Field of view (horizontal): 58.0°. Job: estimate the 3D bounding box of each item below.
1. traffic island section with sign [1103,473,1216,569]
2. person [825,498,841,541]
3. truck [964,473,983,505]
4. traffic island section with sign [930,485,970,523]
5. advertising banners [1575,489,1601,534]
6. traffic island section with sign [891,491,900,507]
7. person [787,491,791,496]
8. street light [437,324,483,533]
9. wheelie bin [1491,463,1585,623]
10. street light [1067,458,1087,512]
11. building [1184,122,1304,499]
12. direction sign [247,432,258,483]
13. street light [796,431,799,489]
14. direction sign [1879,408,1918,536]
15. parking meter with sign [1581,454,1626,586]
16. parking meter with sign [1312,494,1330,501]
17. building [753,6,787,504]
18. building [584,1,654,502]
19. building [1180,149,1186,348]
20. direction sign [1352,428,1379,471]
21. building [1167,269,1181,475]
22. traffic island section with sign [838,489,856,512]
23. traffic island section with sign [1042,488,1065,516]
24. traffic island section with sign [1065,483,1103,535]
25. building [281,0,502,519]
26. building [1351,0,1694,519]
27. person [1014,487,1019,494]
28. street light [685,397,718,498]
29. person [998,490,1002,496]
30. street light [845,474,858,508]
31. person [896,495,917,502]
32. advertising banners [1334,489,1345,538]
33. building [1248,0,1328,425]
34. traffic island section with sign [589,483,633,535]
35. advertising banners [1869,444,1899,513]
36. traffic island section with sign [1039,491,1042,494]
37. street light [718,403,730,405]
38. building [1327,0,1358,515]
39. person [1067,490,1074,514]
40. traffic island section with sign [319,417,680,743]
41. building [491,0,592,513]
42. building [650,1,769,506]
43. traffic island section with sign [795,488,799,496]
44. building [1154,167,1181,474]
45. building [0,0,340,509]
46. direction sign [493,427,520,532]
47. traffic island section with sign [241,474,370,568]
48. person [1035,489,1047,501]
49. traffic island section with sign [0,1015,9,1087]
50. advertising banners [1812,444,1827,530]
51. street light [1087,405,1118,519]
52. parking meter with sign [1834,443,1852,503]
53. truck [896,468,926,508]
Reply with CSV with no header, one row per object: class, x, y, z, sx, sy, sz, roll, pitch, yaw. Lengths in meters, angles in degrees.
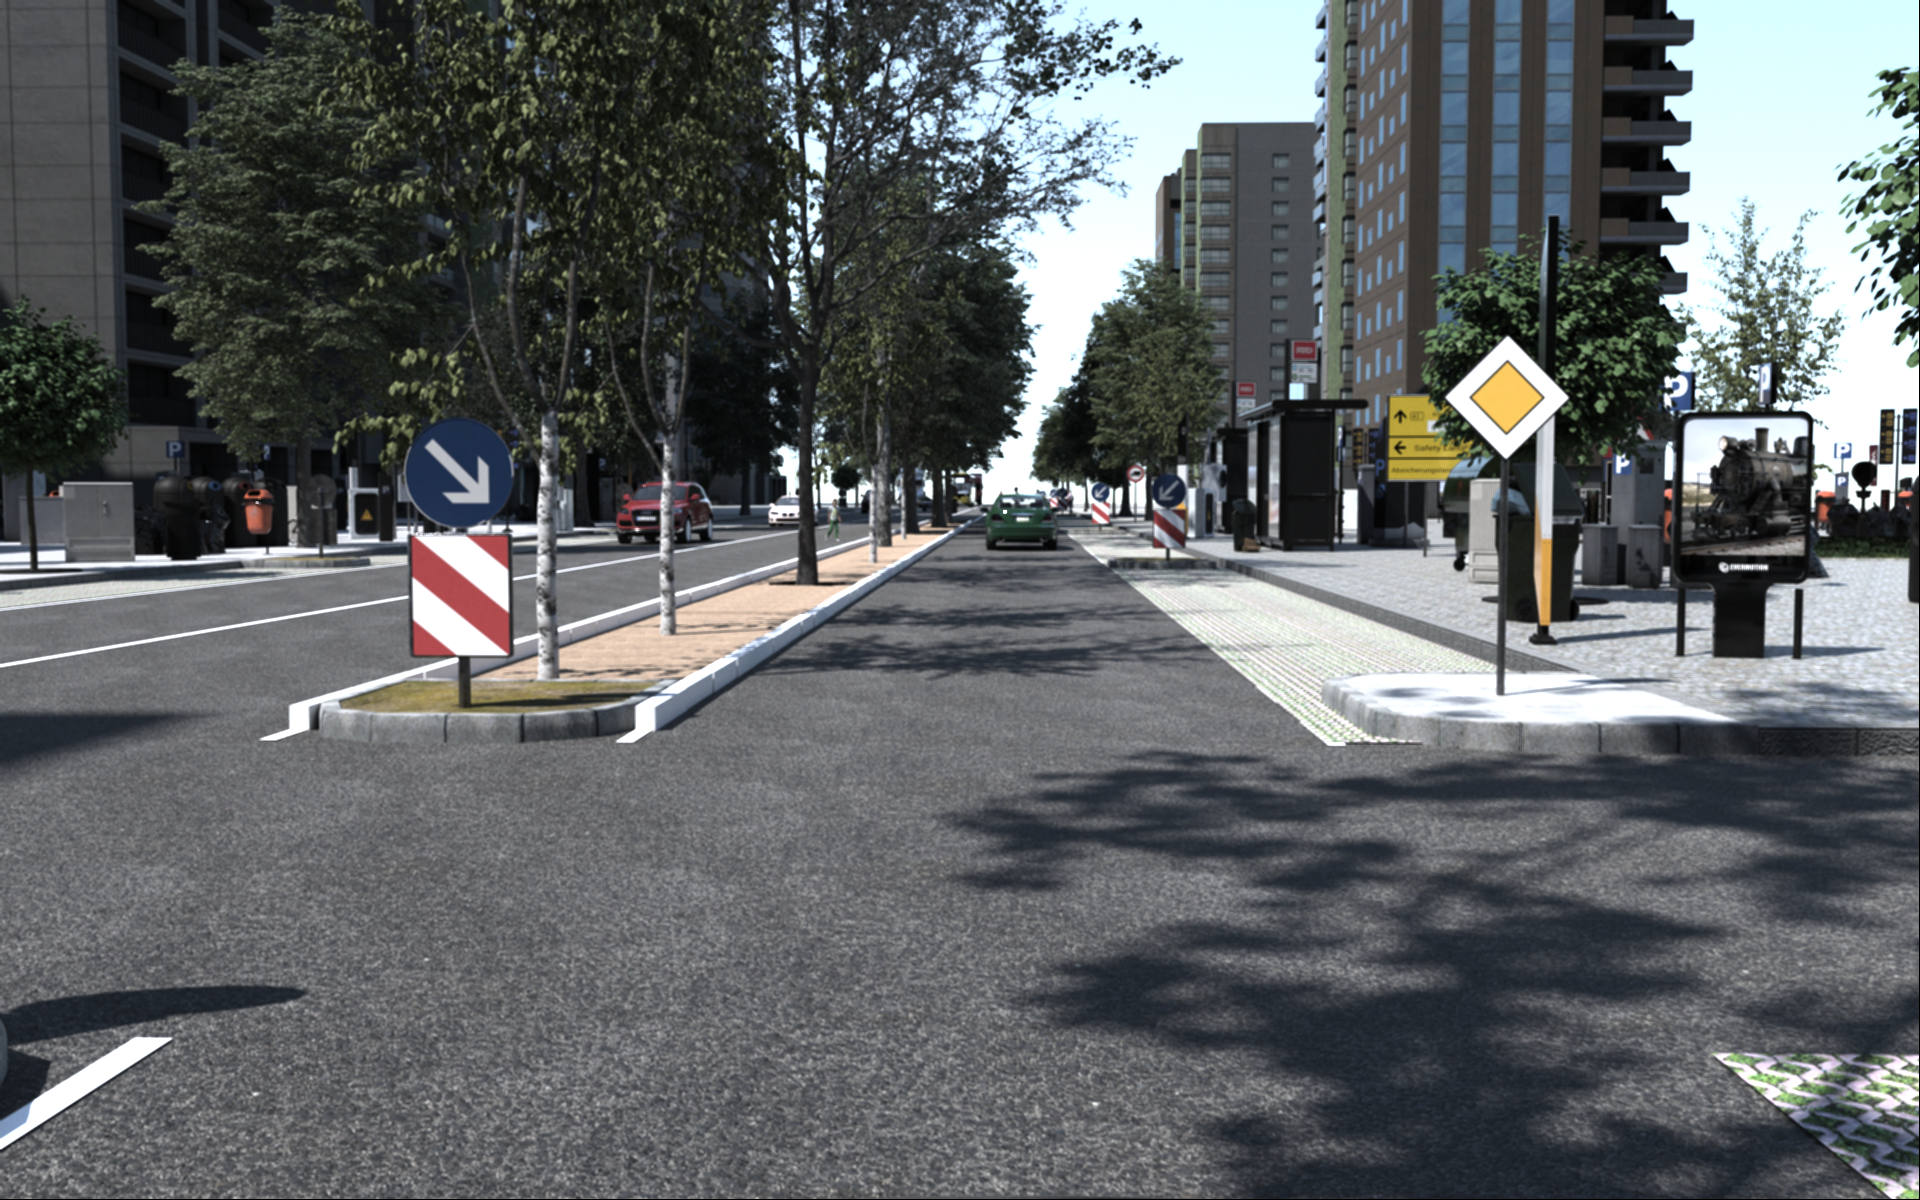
traffic island section with sign,3.891,-1.535,33.729,1.989,1.847,2.006,0,4,2
person,-3.840,-2.428,52.448,0.590,1.304,0.306,3,5,45
truck,1.811,-15.118,236.086,2.839,4.237,11.283,0,4,1
traffic island section with sign,-0.466,-4.763,86.012,2.006,1.907,1.989,0,4,2
advertising banners,18.825,-3.479,53.063,2.074,3.025,0.090,-1,4,-22
traffic island section with sign,-7.519,-11.287,193.176,1.989,1.847,2.006,0,4,2
person,-16.426,-9.585,165.748,0.750,1.759,0.617,1,4,22
street light,-13.745,-4.586,47.523,1.470,5.913,1.316,0,4,2
wheelie bin,5.796,-0.587,17.500,0.980,1.594,0.693,-1,4,-22
street light,8.674,-9.437,126.843,1.470,5.913,1.316,0,4,2
building,33.182,-31.186,193.478,14.154,41.232,14.086,0,4,2
direction sign,-24.294,-4.129,59.504,0.379,3.537,0.876,0,4,-2
street light,-11.222,-9.281,124.287,1.470,5.913,1.316,0,4,2
direction sign,24.834,-3.297,45.910,0.876,3.537,0.379,3,4,36
parking meter with sign,9.581,-1.729,24.536,1.738,3.016,0.543,-2,4,-30
parking meter with sign,13.402,-4.170,64.438,1.738,3.016,0.543,3,5,40
building,-33.160,-47.953,222.287,20.563,71.187,20.611,0,4,2
building,-32.992,-29.892,138.849,14.600,45.320,14.200,0,4,2
building,33.263,-32.047,207.569,14.154,41.232,14.086,0,4,2
direction sign,13.977,-4.144,59.753,0.876,3.537,0.379,1,4,17
building,33.307,-27.550,222.151,14.160,30.474,14.107,0,4,2
traffic island section with sign,-9.341,-7.910,137.955,1.989,1.847,2.006,0,4,2
traffic island section with sign,6.438,-6.258,110.938,1.989,1.847,2.006,0,4,2
traffic island section with sign,4.796,-3.196,60.881,1.989,1.847,2.006,0,4,2
building,-34.207,-25.114,94.211,14.154,41.232,14.086,0,4,2
building,29.797,-27.138,93.819,14.600,45.320,14.200,0,4,2
person,2.710,-4.587,83.841,0.374,1.781,0.599,1,4,17
street light,-12.579,-6.760,83.059,1.470,5.913,1.316,0,4,2
person,4.404,-10.729,183.851,1.348,1.831,0.705,-3,5,-44
street light,-9.992,-11.473,160.130,1.470,5.913,1.316,0,4,2
person,-3.204,-5.772,102.891,1.348,1.821,0.705,1,4,16
advertising banners,10.988,-3.350,50.955,0.090,3.025,2.074,0,4,-3
building,35.165,-49.963,129.573,22.319,86.520,31.000,0,4,2
traffic island section with sign,-11.897,-3.206,61.043,1.989,1.847,2.006,0,4,2
advertising banners,32.383,-3.937,60.556,0.090,3.025,2.074,0,4,-5
traffic island section with sign,7.339,-7.905,137.878,1.989,1.847,2.006,0,4,2
street light,-12.385,-7.074,88.204,1.470,5.913,1.316,0,4,2
building,29.866,-25.962,108.066,14.154,41.232,14.086,0,4,2
person,7.148,-6.335,113.023,0.756,1.711,0.436,-3,5,-44
traffic island section with sign,-2.943,-0.170,10.915,2.006,1.907,1.989,0,4,2
building,-38.032,-30.397,116.603,23.786,49.044,30.456,0,4,2
building,-34.451,-40.131,198.148,21.231,58.520,28.212,0,4,2
traffic island section with sign,-10.229,-6.259,110.967,1.989,1.847,2.006,0,4,2
building,34.034,-35.889,236.899,14.600,45.320,14.200,0,4,2
building,-38.020,-38.704,71.060,20.563,71.187,20.611,0,4,2
direction sign,-15.224,-4.047,58.162,0.876,3.537,0.379,0,4,2
traffic island section with sign,-12.779,-1.558,34.102,1.989,1.847,2.006,0,4,2
person,5.413,-6.864,120.808,1.350,1.814,0.705,0,4,1
traffic island section with sign,-3.198,0.283,3.512,2.006,1.907,1.989,0,4,2
advertising banners,30.438,-3.989,61.404,0.090,3.025,2.074,3,5,43
street light,7.535,-7.221,90.611,1.470,5.913,1.316,0,4,2
parking meter with sign,29.475,-3.773,57.944,0.543,3.016,1.738,2,4,28
truck,-4.756,-11.817,182.973,2.967,4.110,18.799,0,4,1
